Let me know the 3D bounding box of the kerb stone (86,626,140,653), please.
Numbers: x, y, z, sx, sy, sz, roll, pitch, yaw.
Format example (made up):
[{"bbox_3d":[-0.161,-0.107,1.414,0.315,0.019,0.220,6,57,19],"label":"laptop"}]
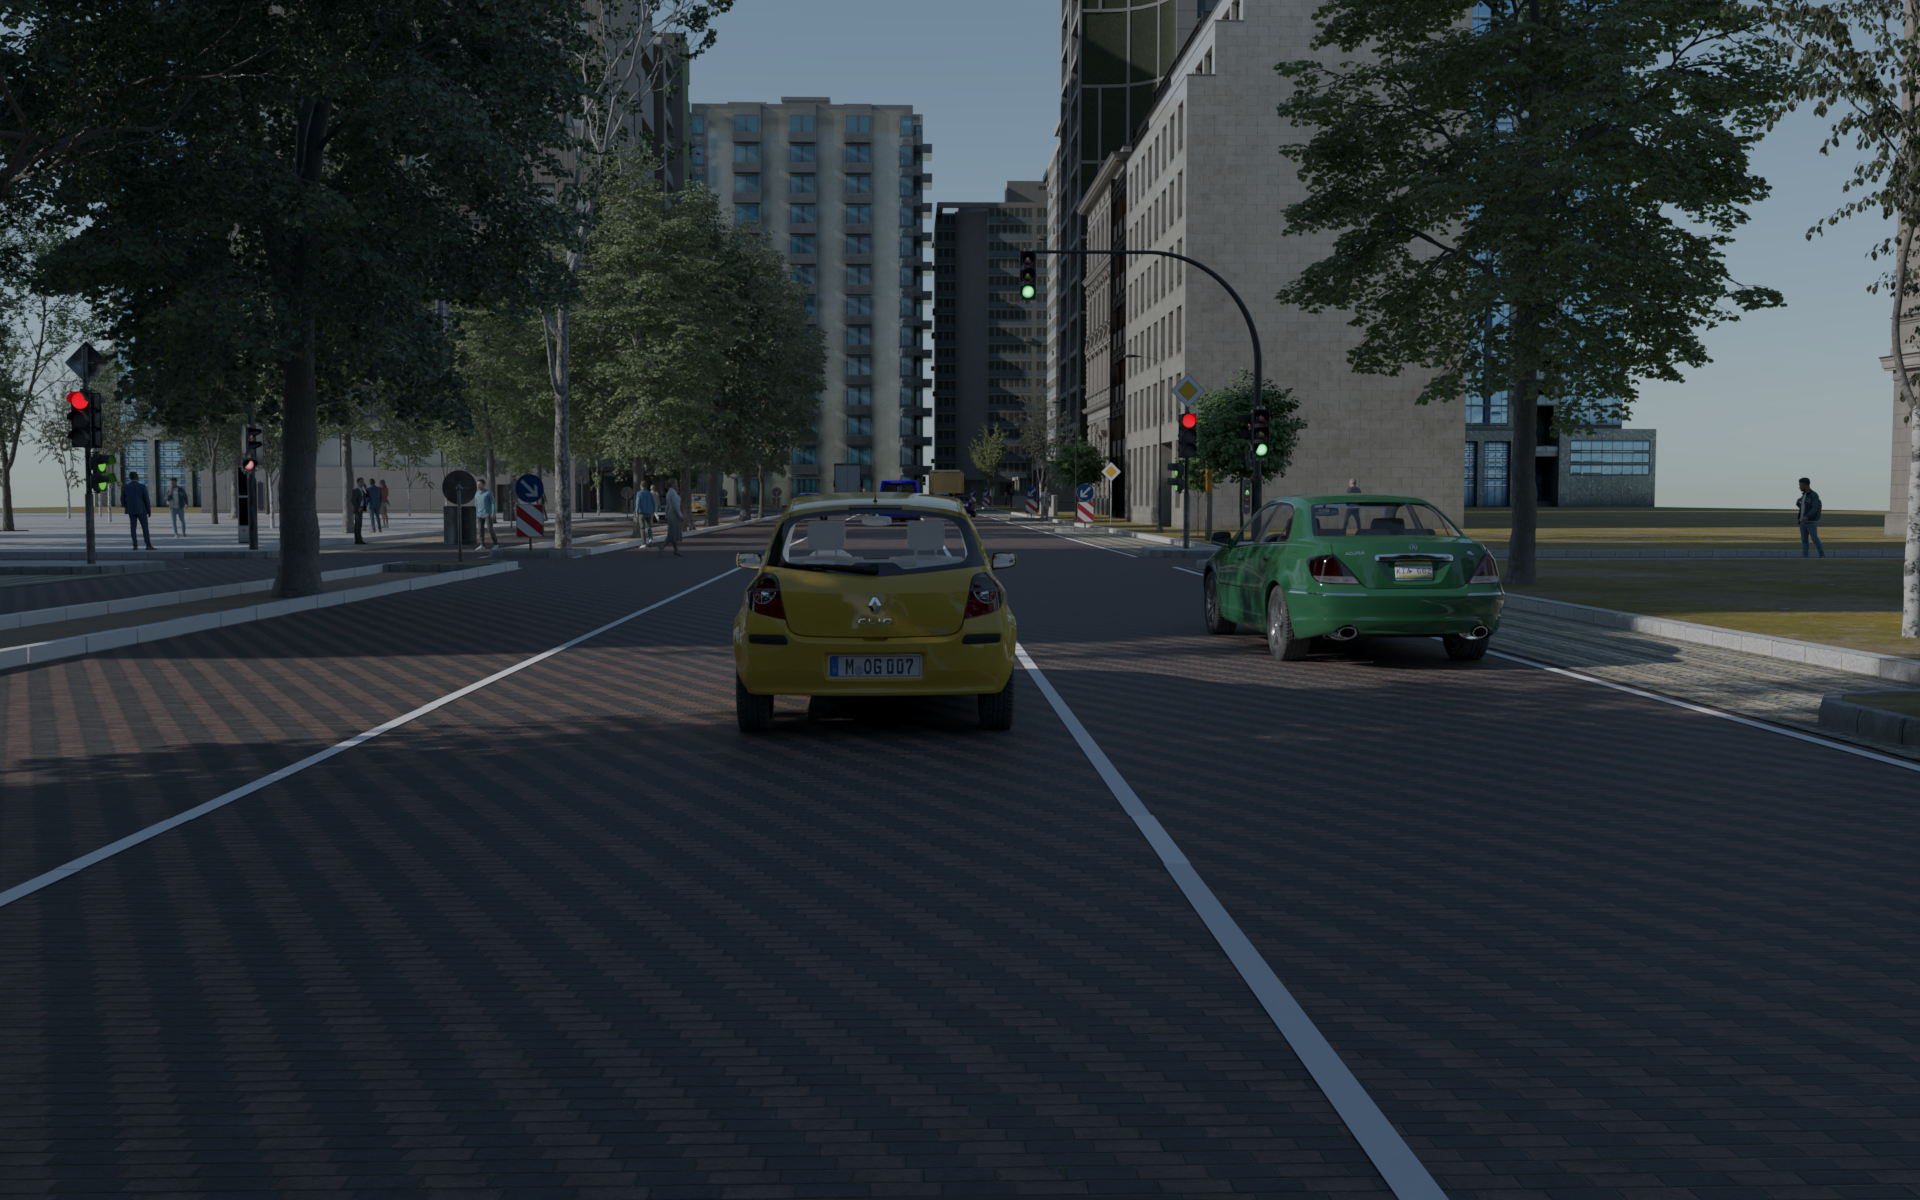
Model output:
[{"bbox_3d":[-7.932,0.373,16.093,0.120,0.150,1.000,0,4,-2],"label":"kerb stone"}]

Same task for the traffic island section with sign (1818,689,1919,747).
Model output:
[{"bbox_3d":[6.320,-0.101,10.273,1.989,1.847,2.006,0,4,-2],"label":"traffic island section with sign"}]

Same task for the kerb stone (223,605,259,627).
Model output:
[{"bbox_3d":[-8.036,0.191,19.160,0.120,0.150,1.000,0,4,-2],"label":"kerb stone"}]

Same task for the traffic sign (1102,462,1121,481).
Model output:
[{"bbox_3d":[6.236,-4.376,71.274,0.795,2.593,0.064,0,4,6],"label":"traffic sign"}]

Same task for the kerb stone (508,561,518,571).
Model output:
[{"bbox_3d":[-8.463,-0.630,32.488,0.120,0.150,1.000,0,4,-2],"label":"kerb stone"}]

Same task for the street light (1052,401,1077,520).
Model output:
[{"bbox_3d":[5.265,-6.966,86.432,1.470,5.913,1.316,0,4,-2],"label":"street light"}]

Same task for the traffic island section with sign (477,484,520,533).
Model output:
[{"bbox_3d":[-16.778,-3.419,64.528,1.989,1.847,2.006,0,4,-2],"label":"traffic island section with sign"}]

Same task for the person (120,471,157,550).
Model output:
[{"bbox_3d":[-18.799,-2.042,39.605,0.721,1.800,0.419,-1,4,-18],"label":"person"}]

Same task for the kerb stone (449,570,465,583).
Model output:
[{"bbox_3d":[-8.338,-0.378,28.382,0.120,0.150,1.000,0,4,-2],"label":"kerb stone"}]

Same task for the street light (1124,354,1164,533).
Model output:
[{"bbox_3d":[6.124,-5.205,57.639,1.470,5.913,1.316,0,4,-2],"label":"street light"}]

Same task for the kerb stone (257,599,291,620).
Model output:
[{"bbox_3d":[-8.065,0.123,20.186,0.120,0.150,1.000,0,4,-2],"label":"kerb stone"}]

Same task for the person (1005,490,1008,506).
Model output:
[{"bbox_3d":[5.204,-11.376,192.743,0.721,1.736,1.217,1,4,16],"label":"person"}]

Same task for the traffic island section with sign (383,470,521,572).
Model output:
[{"bbox_3d":[-9.513,-1.483,32.391,2.006,1.907,1.989,0,4,-2],"label":"traffic island section with sign"}]

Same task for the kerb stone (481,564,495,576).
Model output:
[{"bbox_3d":[-8.396,-0.504,30.438,0.120,0.150,1.000,0,4,-2],"label":"kerb stone"}]

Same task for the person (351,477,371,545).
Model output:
[{"bbox_3d":[-16.966,-2.522,49.103,0.474,1.900,0.648,-1,4,-8],"label":"person"}]

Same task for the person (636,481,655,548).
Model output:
[{"bbox_3d":[-8.351,-2.272,45.996,0.601,1.785,0.444,-2,4,-31],"label":"person"}]

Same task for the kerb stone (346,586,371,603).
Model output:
[{"bbox_3d":[-8.164,-0.065,23.262,0.120,0.150,1.000,0,4,-2],"label":"kerb stone"}]

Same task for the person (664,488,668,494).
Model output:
[{"bbox_3d":[-21.868,-7.422,128.105,0.721,1.735,1.217,0,4,-5],"label":"person"}]

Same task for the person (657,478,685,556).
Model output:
[{"bbox_3d":[-6.627,-1.892,39.664,0.641,1.798,0.478,-1,4,-12],"label":"person"}]

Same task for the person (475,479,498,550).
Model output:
[{"bbox_3d":[-12.174,-2.204,44.560,0.660,1.820,0.620,1,4,18],"label":"person"}]

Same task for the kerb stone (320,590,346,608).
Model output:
[{"bbox_3d":[-8.135,-0.003,22.239,0.120,0.150,1.000,0,4,-2],"label":"kerb stone"}]

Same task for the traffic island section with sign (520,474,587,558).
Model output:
[{"bbox_3d":[-9.744,-1.936,39.795,2.006,1.907,1.989,0,4,-2],"label":"traffic island section with sign"}]

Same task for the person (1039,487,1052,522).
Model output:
[{"bbox_3d":[4.393,-4.916,88.971,0.635,1.810,0.391,0,4,2],"label":"person"}]

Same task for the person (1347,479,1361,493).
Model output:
[{"bbox_3d":[12.609,-3.022,55.851,0.661,1.777,0.834,-3,4,-38],"label":"person"}]

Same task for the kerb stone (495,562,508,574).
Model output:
[{"bbox_3d":[-8.436,-0.564,31.464,0.120,0.150,1.000,0,4,-2],"label":"kerb stone"}]

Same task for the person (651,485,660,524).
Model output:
[{"bbox_3d":[-14.298,-4.436,80.904,0.514,1.842,0.818,-2,4,-35],"label":"person"}]

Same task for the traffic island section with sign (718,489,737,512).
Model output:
[{"bbox_3d":[-19.289,-8.135,141.643,1.989,1.847,2.006,0,4,-2],"label":"traffic island section with sign"}]

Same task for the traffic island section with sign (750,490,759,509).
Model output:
[{"bbox_3d":[-20.171,-9.796,168.796,1.989,1.847,2.006,0,4,-2],"label":"traffic island section with sign"}]

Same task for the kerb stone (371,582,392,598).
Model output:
[{"bbox_3d":[-8.203,-0.122,24.284,0.120,0.150,1.000,0,4,-2],"label":"kerb stone"}]

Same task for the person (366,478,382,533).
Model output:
[{"bbox_3d":[-19.496,-3.146,57.668,0.419,1.800,0.721,3,4,36],"label":"person"}]

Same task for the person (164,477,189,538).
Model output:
[{"bbox_3d":[-23.100,-2.733,51.068,0.623,1.781,0.721,-2,4,-31],"label":"person"}]

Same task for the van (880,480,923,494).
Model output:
[{"bbox_3d":[-2.759,-4.543,78.654,2.240,2.365,5.245,0,4,-2],"label":"van"}]

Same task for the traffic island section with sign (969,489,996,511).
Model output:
[{"bbox_3d":[1.997,-8.256,143.612,1.989,1.847,2.006,0,4,-2],"label":"traffic island section with sign"}]

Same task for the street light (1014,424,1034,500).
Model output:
[{"bbox_3d":[4.303,-8.711,114.960,1.470,5.913,1.316,0,4,-2],"label":"street light"}]

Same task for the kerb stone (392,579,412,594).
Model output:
[{"bbox_3d":[-8.246,-0.190,25.305,0.120,0.150,1.000,0,4,-2],"label":"kerb stone"}]

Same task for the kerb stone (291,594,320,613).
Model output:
[{"bbox_3d":[-8.108,0.060,21.218,0.120,0.150,1.000,0,4,-2],"label":"kerb stone"}]

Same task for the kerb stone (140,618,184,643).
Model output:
[{"bbox_3d":[-7.962,0.315,17.117,0.120,0.150,1.000,0,4,-2],"label":"kerb stone"}]

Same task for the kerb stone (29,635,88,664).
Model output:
[{"bbox_3d":[-7.904,0.438,15.067,0.120,0.150,1.000,0,4,-2],"label":"kerb stone"}]

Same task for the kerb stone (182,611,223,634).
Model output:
[{"bbox_3d":[-8.006,0.248,18.138,0.120,0.150,1.000,0,4,-2],"label":"kerb stone"}]

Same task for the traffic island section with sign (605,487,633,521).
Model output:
[{"bbox_3d":[-17.667,-5.092,91.885,1.989,1.847,2.006,0,4,-2],"label":"traffic island section with sign"}]

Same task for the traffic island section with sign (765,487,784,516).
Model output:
[{"bbox_3d":[-12.196,-6.530,114.894,2.006,1.907,1.989,0,4,-2],"label":"traffic island section with sign"}]

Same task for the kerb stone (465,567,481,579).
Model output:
[{"bbox_3d":[-8.368,-0.438,29.416,0.120,0.150,1.000,0,4,-2],"label":"kerb stone"}]

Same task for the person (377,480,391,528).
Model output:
[{"bbox_3d":[-21.711,-3.619,65.185,0.573,1.828,0.580,-2,4,-29],"label":"person"}]

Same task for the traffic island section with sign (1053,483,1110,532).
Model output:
[{"bbox_3d":[4.532,-3.461,65.209,1.989,1.847,2.006,0,4,-2],"label":"traffic island section with sign"}]

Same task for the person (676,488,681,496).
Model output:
[{"bbox_3d":[-15.578,-5.305,95.580,0.623,1.781,0.721,-3,4,-37],"label":"person"}]

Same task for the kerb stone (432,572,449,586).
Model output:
[{"bbox_3d":[-8.297,-0.310,27.356,0.120,0.150,1.000,0,4,-2],"label":"kerb stone"}]

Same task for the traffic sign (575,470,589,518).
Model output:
[{"bbox_3d":[-19.921,-5.580,91.334,0.768,2.556,0.104,0,4,5],"label":"traffic sign"}]

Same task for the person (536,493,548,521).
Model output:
[{"bbox_3d":[-19.556,-4.575,80.616,0.755,1.850,0.659,-1,4,-14],"label":"person"}]

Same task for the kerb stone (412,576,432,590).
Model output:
[{"bbox_3d":[-8.264,-0.253,26.334,0.120,0.150,1.000,0,4,-2],"label":"kerb stone"}]

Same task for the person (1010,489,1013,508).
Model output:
[{"bbox_3d":[4.543,-9.158,156.292,0.721,1.766,1.217,0,4,2],"label":"person"}]

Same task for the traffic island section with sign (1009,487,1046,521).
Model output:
[{"bbox_3d":[3.649,-5.128,92.474,1.989,1.847,2.006,0,4,-2],"label":"traffic island section with sign"}]
